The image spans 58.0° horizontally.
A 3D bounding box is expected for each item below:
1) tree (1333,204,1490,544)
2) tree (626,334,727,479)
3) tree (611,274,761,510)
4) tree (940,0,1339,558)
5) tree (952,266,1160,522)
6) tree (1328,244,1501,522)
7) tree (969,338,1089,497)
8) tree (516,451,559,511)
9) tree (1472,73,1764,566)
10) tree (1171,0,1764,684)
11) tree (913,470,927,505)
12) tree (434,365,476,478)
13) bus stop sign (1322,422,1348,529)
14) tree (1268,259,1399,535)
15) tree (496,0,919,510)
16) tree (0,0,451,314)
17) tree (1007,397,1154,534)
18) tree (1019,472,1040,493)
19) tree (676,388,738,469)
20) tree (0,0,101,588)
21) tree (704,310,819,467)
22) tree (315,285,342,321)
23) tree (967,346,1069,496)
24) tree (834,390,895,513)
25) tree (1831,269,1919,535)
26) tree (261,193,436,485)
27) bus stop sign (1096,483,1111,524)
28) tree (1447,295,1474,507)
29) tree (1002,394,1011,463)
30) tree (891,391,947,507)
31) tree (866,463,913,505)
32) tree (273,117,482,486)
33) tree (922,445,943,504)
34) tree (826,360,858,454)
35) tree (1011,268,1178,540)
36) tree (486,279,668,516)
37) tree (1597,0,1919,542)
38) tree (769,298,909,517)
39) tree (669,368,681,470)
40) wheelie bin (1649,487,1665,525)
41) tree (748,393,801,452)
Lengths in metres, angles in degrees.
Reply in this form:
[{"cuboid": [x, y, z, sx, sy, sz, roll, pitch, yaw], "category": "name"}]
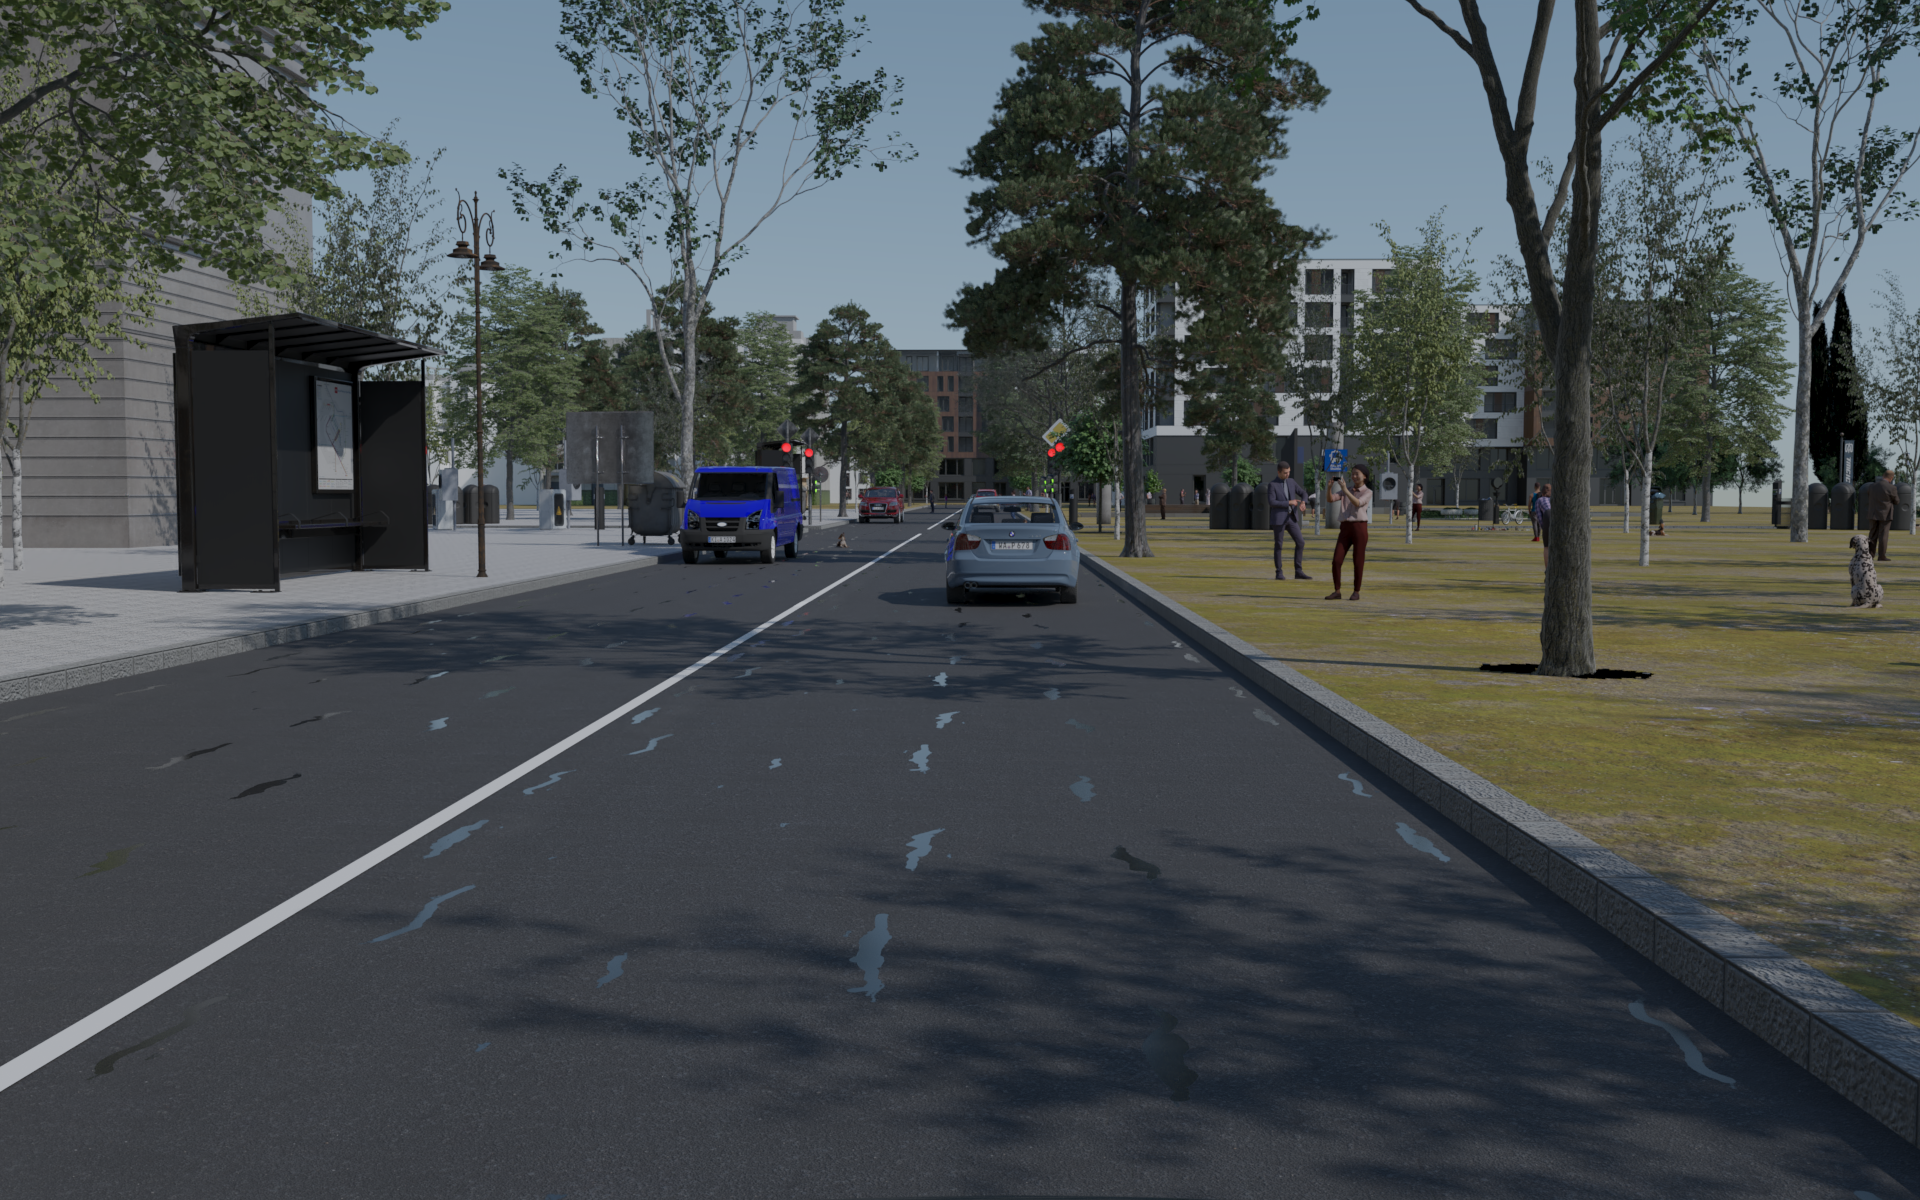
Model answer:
[{"cuboid": [11.681, -5.783, 44.923, 4.737, 8.622, 4.395, 0, 3, 0], "category": "tree"}, {"cuboid": [-12.776, -7.864, 78.943, 4.360, 8.622, 3.978, 0, 3, 0], "category": "tree"}, {"cuboid": [-13.228, -9.989, 85.383, 6.751, 12.117, 7.091, 0, 3, 0], "category": "tree"}, {"cuboid": [3.293, -7.800, 34.947, 7.806, 13.903, 7.818, 0, 3, 0], "category": "tree"}, {"cuboid": [4.682, -10.422, 80.776, 12.009, 13.543, 11.850, 0, 3, 0], "category": "tree"}, {"cuboid": [20.854, -9.861, 79.357, 7.486, 12.596, 7.792, 0, 3, 0], "category": "tree"}, {"cuboid": [5.308, -13.230, 122.963, 9.857, 13.997, 8.962, 0, 3, 0], "category": "tree"}, {"cuboid": [-33.022, -11.299, 135.100, 4.737, 8.622, 4.395, 0, 3, 0], "category": "tree"}, {"cuboid": [12.141, -4.925, 30.887, 4.360, 8.622, 3.978, 0, 3, 0], "category": "tree"}, {"cuboid": [4.138, -5.272, 11.953, 9.928, 11.665, 9.643, 0, 3, 0], "category": "tree"}, {"cuboid": [-5.546, -13.862, 210.361, 4.285, 4.588, 4.351, 0, 3, 0], "category": "tree"}, {"cuboid": [-28.346, -8.746, 93.364, 4.737, 8.622, 4.395, 0, 3, 0], "category": "tree"}, {"cuboid": [13.761, -4.566, 63.663, 0.837, 3.901, 0.837, 0, 4, 5], "category": "bus stop sign"}, {"cuboid": [11.303, -6.340, 54.027, 4.360, 8.622, 3.978, 0, 3, 0], "category": "tree"}, {"cuboid": [-7.658, -12.047, 52.857, 12.611, 20.169, 13.585, 0, 3, 0], "category": "tree"}, {"cuboid": [-7.822, -5.833, 13.503, 7.486, 12.596, 7.792, 0, 3, 0], "category": "tree"}, {"cuboid": [4.665, -4.468, 56.760, 4.285, 4.588, 4.351, 0, 3, 0], "category": "tree"}, {"cuboid": [5.823, -8.895, 140.040, 1.663, 3.219, 1.824, 0, 3, 0], "category": "tree"}, {"cuboid": [-17.492, -10.179, 116.784, 4.737, 8.622, 4.395, 0, 3, 0], "category": "tree"}, {"cuboid": [-13.081, -4.482, 23.636, 4.737, 8.622, 4.395, 0, 3, 0], "category": "tree"}, {"cuboid": [-12.019, -11.555, 107.050, 7.486, 12.596, 7.792, 0, 3, 0], "category": "tree"}, {"cuboid": [-31.405, -9.832, 82.802, 6.751, 12.117, 7.091, 0, 3, 0], "category": "tree"}, {"cuboid": [6.556, -20.590, 192.527, 12.611, 20.169, 13.585, 0, 3, 0], "category": "tree"}, {"cuboid": [-6.850, -10.239, 117.778, 4.737, 8.622, 4.395, 0, 3, 0], "category": "tree"}, {"cuboid": [29.999, -6.387, 54.783, 4.360, 8.622, 3.978, 0, 3, 0], "category": "tree"}, {"cuboid": [-15.346, -5.579, 41.577, 4.737, 8.622, 4.395, 0, 3, 0], "category": "tree"}, {"cuboid": [6.095, -5.159, 73.359, 0.837, 3.901, 0.837, -1, 4, -15], "category": "bus stop sign"}, {"cuboid": [12.932, -5.289, 36.831, 4.360, 8.622, 3.978, 0, 3, 0], "category": "tree"}, {"cuboid": [4.581, -8.798, 94.213, 4.360, 8.622, 3.978, 0, 3, 0], "category": "tree"}, {"cuboid": [-4.791, -15.763, 175.856, 7.486, 12.596, 7.792, 0, 3, 0], "category": "tree"}, {"cuboid": [-6.381, -9.988, 147.013, 4.285, 4.588, 4.351, 0, 3, 0], "category": "tree"}, {"cuboid": [-11.740, -5.154, 34.632, 4.360, 8.622, 3.978, 0, 3, 0], "category": "tree"}, {"cuboid": [-4.236, -16.628, 222.234, 4.360, 8.622, 3.978, 0, 3, 0], "category": "tree"}, {"cuboid": [-7.015, -13.912, 134.877, 7.806, 13.903, 7.818, 0, 3, 0], "category": "tree"}, {"cuboid": [4.198, -6.001, 48.473, 4.360, 8.622, 3.978, 0, 3, 0], "category": "tree"}, {"cuboid": [-23.065, -11.941, 102.653, 7.806, 13.903, 7.818, 0, 3, 0], "category": "tree"}, {"cuboid": [23.483, -11.540, 44.575, 12.611, 20.169, 13.585, 0, 3, 0], "category": "tree"}, {"cuboid": [-6.519, -10.681, 96.688, 6.751, 12.117, 7.091, 0, 3, 0], "category": "tree"}, {"cuboid": [-23.859, -13.549, 128.953, 7.806, 13.903, 7.818, 0, 3, 0], "category": "tree"}, {"cuboid": [29.046, -3.952, 72.515, 0.693, 1.594, 0.980, -3, 5, -40], "category": "wheelie bin"}, {"cuboid": [-12.567, -10.491, 121.894, 4.737, 8.622, 4.395, 0, 3, 0], "category": "tree"}]
